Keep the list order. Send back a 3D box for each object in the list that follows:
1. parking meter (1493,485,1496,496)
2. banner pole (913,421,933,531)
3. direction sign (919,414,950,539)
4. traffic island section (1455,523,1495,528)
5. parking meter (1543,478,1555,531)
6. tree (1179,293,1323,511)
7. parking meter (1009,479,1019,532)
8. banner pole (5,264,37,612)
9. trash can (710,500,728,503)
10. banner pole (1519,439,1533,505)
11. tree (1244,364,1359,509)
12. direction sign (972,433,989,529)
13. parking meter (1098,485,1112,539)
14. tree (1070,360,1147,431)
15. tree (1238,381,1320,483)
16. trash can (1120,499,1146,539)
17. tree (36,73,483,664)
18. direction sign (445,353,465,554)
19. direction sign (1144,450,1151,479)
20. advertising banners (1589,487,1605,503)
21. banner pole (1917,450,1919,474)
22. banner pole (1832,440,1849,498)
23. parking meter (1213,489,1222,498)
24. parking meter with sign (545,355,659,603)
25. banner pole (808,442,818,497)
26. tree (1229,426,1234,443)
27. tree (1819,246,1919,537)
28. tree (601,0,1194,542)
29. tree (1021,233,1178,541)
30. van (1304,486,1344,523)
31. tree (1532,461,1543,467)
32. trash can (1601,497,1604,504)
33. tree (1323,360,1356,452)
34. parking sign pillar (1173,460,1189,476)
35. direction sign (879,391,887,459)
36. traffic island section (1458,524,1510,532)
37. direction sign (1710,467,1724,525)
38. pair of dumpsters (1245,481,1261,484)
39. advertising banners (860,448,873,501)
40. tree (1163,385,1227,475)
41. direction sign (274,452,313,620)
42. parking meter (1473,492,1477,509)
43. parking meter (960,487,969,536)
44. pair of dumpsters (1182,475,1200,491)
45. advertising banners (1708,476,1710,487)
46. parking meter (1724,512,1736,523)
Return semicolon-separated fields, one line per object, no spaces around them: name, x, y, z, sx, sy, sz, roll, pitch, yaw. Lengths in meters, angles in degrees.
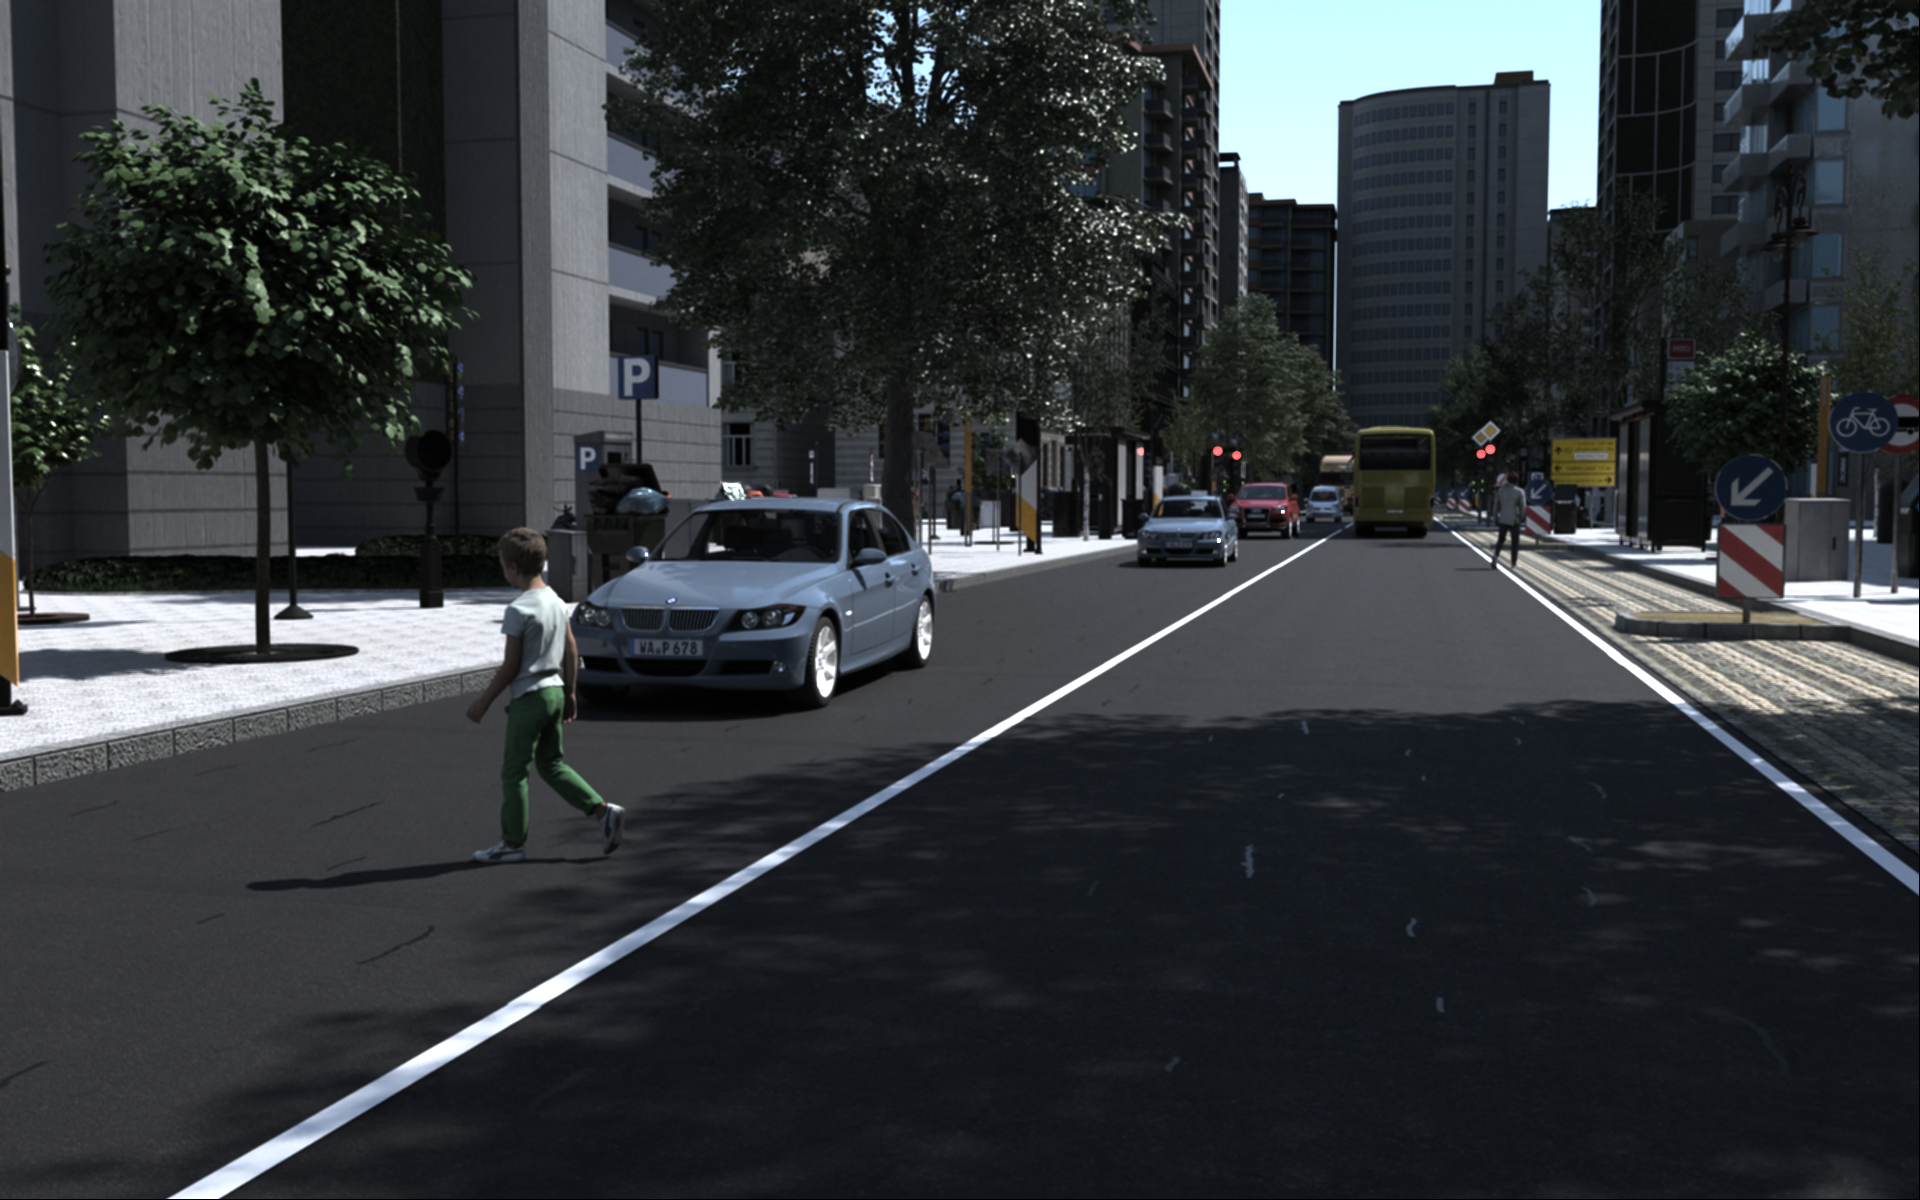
parking meter;34.120;-6.433;110.893;0.255;1.863;0.399;2;4;28
banner pole;-1.332;-4.246;59.435;0.863;3.779;0.401;0;4;-2
direction sign;-0.729;-3.487;49.004;0.876;3.537;0.379;0;4;0
traffic island section;22.227;-3.165;74.021;2.009;0.180;2.903;1;4;14
parking meter;20.765;-3.385;61.061;0.399;1.863;0.255;2;4;26
tree;16.199;-11.024;98.369;7.486;12.596;7.792;0;3;0
parking meter;1.897;-3.264;59.073;0.399;1.863;0.255;1;4;10
banner pole;-10.518;-1.781;19.131;0.401;3.779;0.863;-2;4;-35
trash can;-5.848;-1.927;43.153;0.748;1.137;0.748;0;3;0
banner pole;25.819;-5.441;78.978;0.863;3.779;0.401;-1;4;-20
tree;29.174;-14.147;148.310;9.611;12.733;9.660;0;3;0
direction sign;0.665;-4.393;63.820;0.876;3.537;0.379;-1;4;-23
parking meter;4.140;-2.507;49.400;0.372;1.533;0.369;0;3;0
tree;7.977;-8.901;95.890;4.737;8.622;4.395;0;3;0
tree;20.075;-9.713;109.163;4.737;8.622;4.395;0;3;0
trash can;4.914;-2.299;49.244;0.748;1.137;0.748;0;3;0
tree;-5.509;-1.827;13.587;4.285;4.588;4.351;0;3;0
direction sign;-8.213;-2.216;28.222;0.379;3.537;0.876;0;4;1
direction sign;9.469;-5.984;89.829;0.876;3.537;0.379;2;4;27
advertising banners;37.940;-6.423;101.210;2.074;3.025;0.090;2;4;26
banner pole;39.901;-5.011;71.949;0.863;3.779;0.401;-2;4;-32
banner pole;35.998;-4.948;70.919;0.863;3.779;0.401;0;4;-7
parking meter;11.675;-4.290;78.545;0.372;1.533;0.369;0;3;0
parking meter with sign;-4.366;-1.519;21.097;0.543;3.016;1.738;1;4;23
banner pole;-7.060;-5.723;83.591;0.401;3.779;0.863;2;4;31
tree;18.962;-11.257;134.415;4.737;8.622;4.395;0;3;0
tree;27.191;-6.155;50.999;4.737;8.622;4.395;0;3;0
tree;-0.974;-7.410;27.812;9.857;13.997;8.962;0;3;0
tree;3.694;-5.919;47.143;4.360;8.622;3.978;0;3;0
van;18.624;-4.980;88.438;2.013;2.044;4.112;1;4;15
tree;47.593;-9.548;139.820;4.285;4.588;4.351;0;3;0
trash can;34.131;-4.964;92.813;0.748;1.137;0.748;0;3;0
tree;25.850;-12.992;130.546;7.486;12.596;7.792;0;3;0
parking sign pillar;15.175;-8.058;120.220;1.447;3.967;1.447;1;4;21
direction sign;-1.481;-2.806;37.868;0.379;3.537;0.876;-3;5;-42
traffic island section;20.248;-2.691;66.284;2.009;0.180;2.903;1;4;14
direction sign;32.090;-4.942;72.804;0.876;3.537;0.379;3;4;39
pair of dumpsters;20.890;-7.389;123.302;1.574;2.255;4.437;1;4;14
advertising banners;-3.485;-4.212;65.059;0.090;3.025;2.074;1;4;11
tree;14.852;-10.051;114.697;4.737;8.622;4.395;0;3;0
direction sign;-6.872;-1.575;17.754;0.379;3.537;0.876;1;4;10
parking meter;43.049;-8.348;144.900;0.372;1.533;0.369;0;3;0
parking meter;0.194;-2.744;53.268;0.372;1.533;0.369;0;3;0
pair of dumpsters;11.016;-5.141;86.546;1.574;2.255;4.437;1;4;14
advertising banners;60.008;-8.649;137.606;2.074;3.025;0.090;0;4;-3
parking meter;26.278;-3.097;59.047;0.372;1.533;0.369;0;3;0
